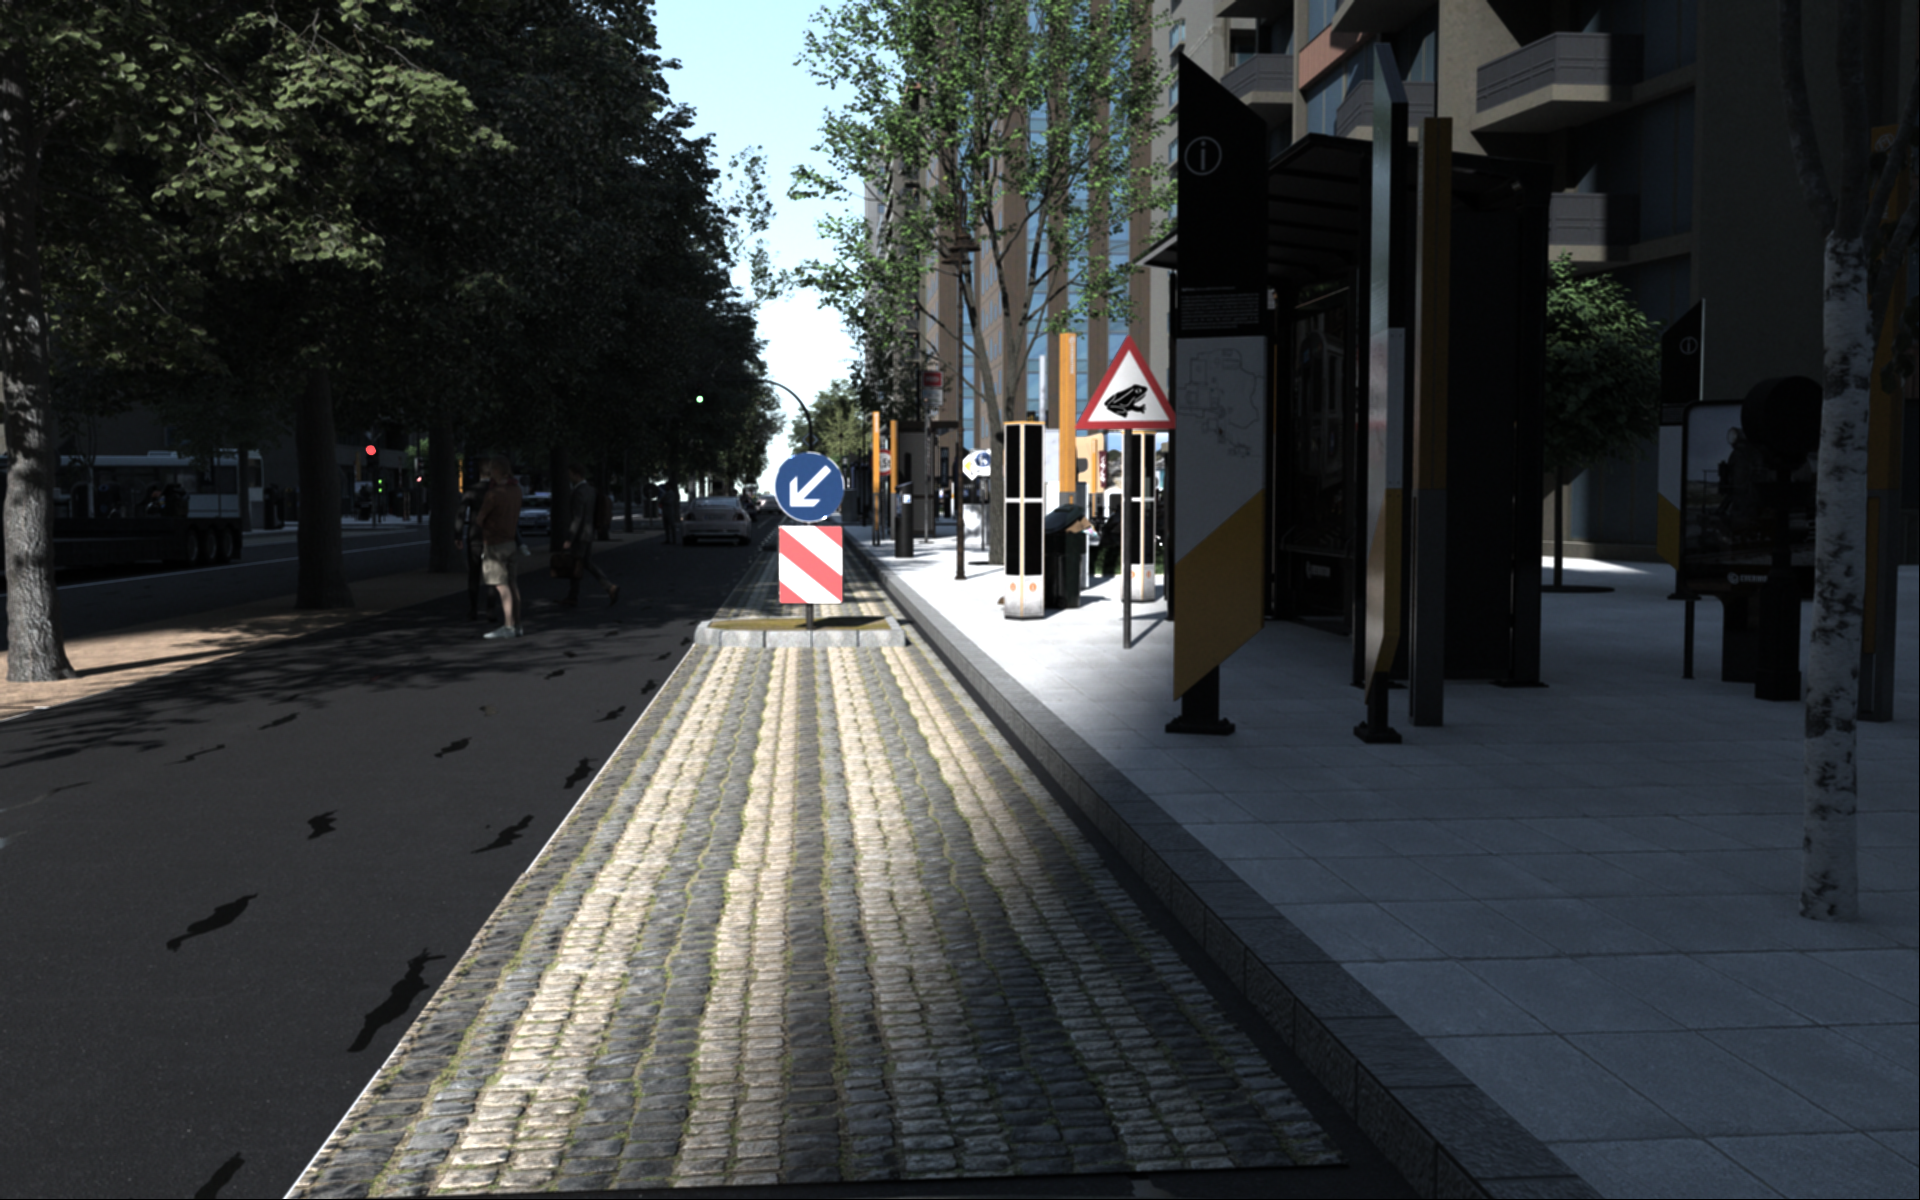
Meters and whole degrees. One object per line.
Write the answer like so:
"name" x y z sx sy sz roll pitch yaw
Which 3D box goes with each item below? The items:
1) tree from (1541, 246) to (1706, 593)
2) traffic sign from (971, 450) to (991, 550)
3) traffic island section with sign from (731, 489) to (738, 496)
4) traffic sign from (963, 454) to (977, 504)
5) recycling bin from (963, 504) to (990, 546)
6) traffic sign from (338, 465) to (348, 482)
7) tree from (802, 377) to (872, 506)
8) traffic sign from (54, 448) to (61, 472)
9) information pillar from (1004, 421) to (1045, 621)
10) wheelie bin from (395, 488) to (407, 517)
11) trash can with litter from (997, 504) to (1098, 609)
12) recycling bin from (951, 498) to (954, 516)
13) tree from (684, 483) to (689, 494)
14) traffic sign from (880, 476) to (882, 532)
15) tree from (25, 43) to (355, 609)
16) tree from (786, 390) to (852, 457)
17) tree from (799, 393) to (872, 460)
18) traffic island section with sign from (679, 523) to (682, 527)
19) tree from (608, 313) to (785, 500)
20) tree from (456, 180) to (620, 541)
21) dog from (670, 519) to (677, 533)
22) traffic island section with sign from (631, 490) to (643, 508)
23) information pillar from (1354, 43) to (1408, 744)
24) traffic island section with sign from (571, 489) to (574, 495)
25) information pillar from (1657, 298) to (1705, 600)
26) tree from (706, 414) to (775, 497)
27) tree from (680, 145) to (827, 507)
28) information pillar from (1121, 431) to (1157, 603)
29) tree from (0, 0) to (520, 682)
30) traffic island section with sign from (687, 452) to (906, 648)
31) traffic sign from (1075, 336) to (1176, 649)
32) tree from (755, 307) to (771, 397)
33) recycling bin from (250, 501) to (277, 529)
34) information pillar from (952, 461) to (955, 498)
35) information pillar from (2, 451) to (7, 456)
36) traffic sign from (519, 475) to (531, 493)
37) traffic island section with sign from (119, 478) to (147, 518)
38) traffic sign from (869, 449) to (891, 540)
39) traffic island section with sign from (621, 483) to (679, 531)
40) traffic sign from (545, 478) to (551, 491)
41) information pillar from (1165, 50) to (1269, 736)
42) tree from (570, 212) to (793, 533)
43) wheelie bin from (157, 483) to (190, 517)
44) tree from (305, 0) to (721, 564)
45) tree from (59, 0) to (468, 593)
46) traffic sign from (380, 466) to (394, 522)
"tree" 7.963 -2.410 23.120 4.285 4.588 4.351 0 3 0
"traffic sign" 0.523 -2.277 39.365 0.606 2.300 0.079 0 4 -5
"traffic island section with sign" -19.675 -8.729 150.847 2.006 1.907 1.989 0 4 -5
"traffic sign" 0.326 -2.790 46.807 0.795 2.450 0.064 0 4 -4
"recycling bin" 0.356 -1.882 43.323 0.722 1.027 0.722 1 4 10
"traffic sign" -28.188 -4.804 78.556 0.884 2.594 0.081 0 4 0
"tree" -11.437 -15.317 168.566 7.486 12.596 7.792 0 3 0
"traffic sign" -23.999 -2.776 45.500 0.768 2.556 0.104 0 4 -2
"information pillar" 0.655 -0.806 17.669 0.304 2.012 0.304 -3 4 -36
"wheelie bin" -30.786 -5.359 95.532 0.693 1.594 0.980 -3 4 -38
"trash can with litter" 0.972 -0.484 19.297 1.055 1.170 0.624 -3 5 -40
"recycling bin" -0.301 -5.554 103.355 0.722 1.027 0.722 -2 4 -25
"tree" -44.569 -17.623 282.730 1.663 3.219 1.824 0 3 0
"traffic sign" -2.652 -3.461 58.714 0.606 2.300 0.079 0 4 4
"tree" -7.939 -6.854 21.179 9.857 13.997 8.962 0 3 0
"tree" -16.826 -18.797 213.992 9.857 13.997 8.962 0 3 0
"tree" -11.361 -13.705 158.487 7.601 10.594 8.767 0 4 6
"traffic island section with sign" -12.963 -4.151 76.007 2.006 1.907 1.989 0 4 -5
"tree" -15.510 -11.281 103.906 9.611 12.733 9.660 0 3 0
"tree" -10.967 -7.593 52.354 9.928 11.665 9.643 0 3 0
"dog" -10.696 -2.770 64.571 0.406 0.507 0.540 -3 4 -38
"traffic island section with sign" -32.475 -10.180 175.072 1.989 1.847 2.006 0 4 -5
"information pillar" 2.182 -1.072 8.879 0.183 3.616 0.504 0 4 2
"traffic island section with sign" -27.952 -7.092 124.580 1.989 1.847 2.006 0 4 -5
"information pillar" 8.740 -1.813 20.991 0.504 3.616 0.183 3 5 42
"tree" -18.688 -12.308 138.099 8.767 10.594 7.601 0 4 -5
"tree" -13.228 -14.330 92.647 12.611 20.169 13.585 0 3 0
"information pillar" 2.107 -0.976 20.450 0.304 2.012 0.304 3 4 36
"tree" -6.945 -5.623 12.521 7.486 12.596 7.792 0 3 0
"traffic island section with sign" -1.582 -0.512 16.997 1.989 1.847 2.006 0 4 -5
"traffic sign" 1.386 -0.875 14.306 0.884 2.594 0.081 0 4 2
"tree" -13.240 -10.452 79.998 9.857 13.997 8.962 0 3 0
"recycling bin" -25.708 -3.143 63.942 0.722 1.027 0.722 0 4 1
"information pillar" -0.451 -8.074 123.371 0.183 3.616 0.504 1 4 14
"information pillar" -50.385 -6.120 91.420 0.183 3.616 0.504 2 4 30
"traffic sign" -29.369 -7.147 116.957 0.768 2.556 0.104 0 4 -4
"traffic island section with sign" -20.621 -2.092 42.832 1.989 1.847 2.006 0 4 -5
"traffic sign" -2.158 -2.969 48.645 0.768 2.556 0.104 0 4 -1
"traffic island section with sign" -12.312 -3.700 68.629 2.006 1.907 1.989 0 4 -5
"traffic sign" -32.403 -8.355 136.713 0.768 2.556 0.104 0 4 3
"information pillar" 1.371 -1.091 9.193 0.504 3.616 0.183 1 4 21
"tree" -12.217 -9.202 63.277 12.009 13.543 11.850 0 3 0
"wheelie bin" -23.140 -2.639 51.059 0.693 1.594 0.980 1 4 12
"tree" -9.753 -8.136 42.135 9.857 13.997 8.962 0 3 0
"tree" -9.318 -7.457 31.033 9.857 13.997 8.962 0 3 0
"traffic sign" -26.778 -4.923 80.498 0.884 2.594 0.081 0 4 -4
